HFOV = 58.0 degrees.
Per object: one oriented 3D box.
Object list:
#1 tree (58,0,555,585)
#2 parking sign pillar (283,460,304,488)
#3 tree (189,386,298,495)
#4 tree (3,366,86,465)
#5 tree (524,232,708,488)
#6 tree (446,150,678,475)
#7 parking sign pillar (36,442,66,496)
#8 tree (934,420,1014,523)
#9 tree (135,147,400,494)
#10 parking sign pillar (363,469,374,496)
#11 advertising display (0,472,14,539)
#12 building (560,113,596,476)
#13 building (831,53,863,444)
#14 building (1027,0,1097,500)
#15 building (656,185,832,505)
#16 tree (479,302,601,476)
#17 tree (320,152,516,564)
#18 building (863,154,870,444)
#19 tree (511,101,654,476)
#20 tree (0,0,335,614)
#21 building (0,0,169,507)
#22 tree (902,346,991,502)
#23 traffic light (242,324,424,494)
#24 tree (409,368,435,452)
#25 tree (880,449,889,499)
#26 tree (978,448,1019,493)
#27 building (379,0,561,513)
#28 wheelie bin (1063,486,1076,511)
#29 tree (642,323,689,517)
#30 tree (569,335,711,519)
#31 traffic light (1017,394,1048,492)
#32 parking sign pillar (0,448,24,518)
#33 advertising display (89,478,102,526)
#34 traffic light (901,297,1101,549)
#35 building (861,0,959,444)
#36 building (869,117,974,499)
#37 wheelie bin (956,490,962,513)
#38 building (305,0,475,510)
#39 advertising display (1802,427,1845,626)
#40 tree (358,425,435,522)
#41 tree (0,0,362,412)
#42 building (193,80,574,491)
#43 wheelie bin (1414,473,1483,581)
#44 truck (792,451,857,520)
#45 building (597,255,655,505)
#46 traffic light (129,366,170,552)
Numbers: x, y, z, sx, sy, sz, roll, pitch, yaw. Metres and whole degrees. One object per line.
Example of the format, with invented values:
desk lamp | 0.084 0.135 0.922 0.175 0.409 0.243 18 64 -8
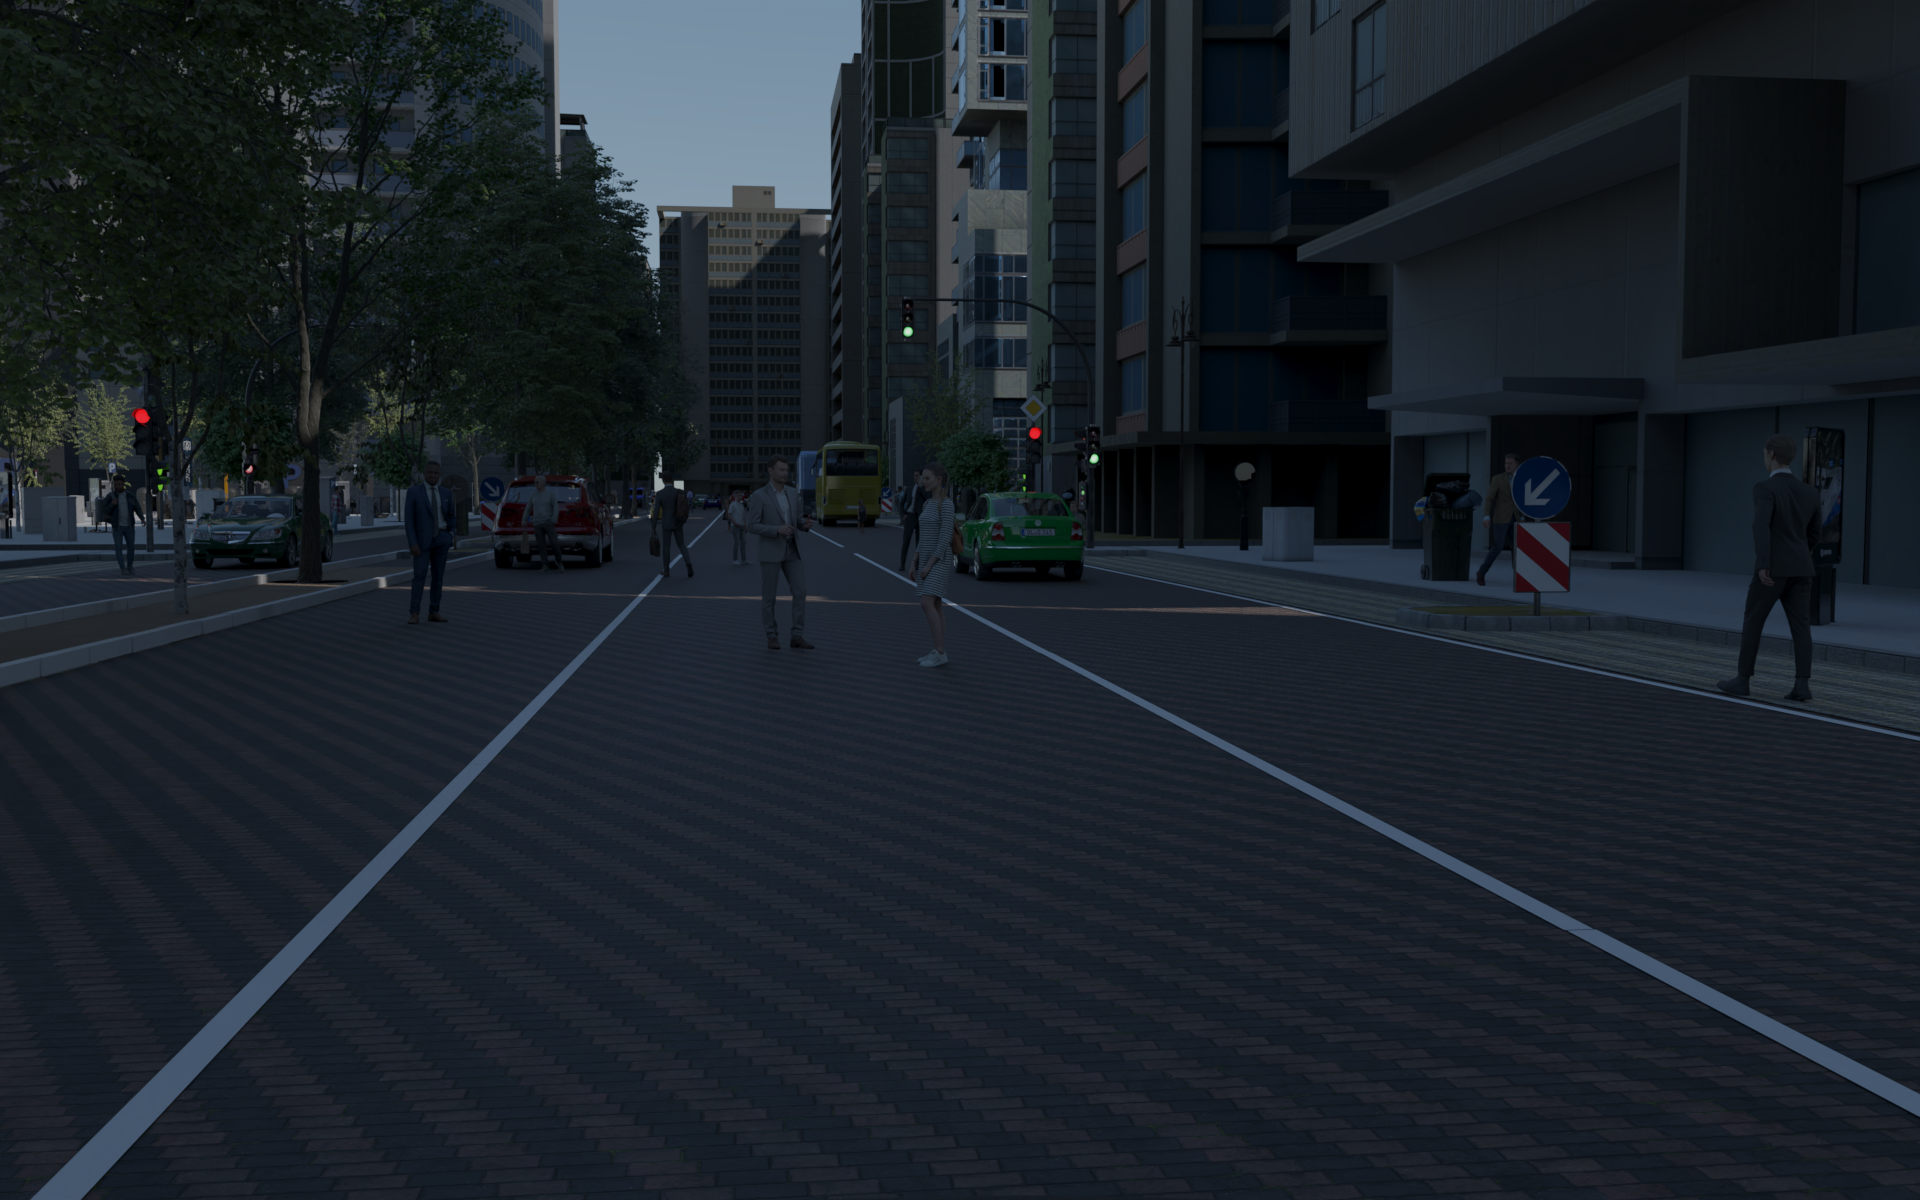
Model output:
tree | -10.309 -6.064 27.359 9.928 11.665 9.643 0 3 0
parking sign pillar | -43.356 -7.590 112.566 1.447 3.967 1.447 -1 4 -15
tree | -21.790 -4.237 52.981 4.285 4.588 4.351 0 3 0
tree | -52.268 -9.085 98.906 4.360 8.622 3.978 0 3 0
tree | -16.378 -10.063 77.359 12.009 13.543 11.850 0 3 0
tree | -15.038 -9.536 65.019 9.857 13.997 8.962 0 3 0
parking sign pillar | -46.990 -6.183 89.558 1.447 3.967 1.447 -1 4 -20
tree | 0.448 -5.952 81.026 4.285 4.588 4.351 0 3 0
tree | -23.843 -9.390 60.185 9.857 13.997 8.962 0 3 0
parking sign pillar | -39.343 -7.743 115.067 1.447 3.967 1.447 -2 4 -30
advertising display | -27.494 -2.727 49.806 0.974 1.923 0.123 3 5 40
building | -46.624 -30.835 187.745 14.086 41.232 14.154 0 4 -7
building | -2.822 -34.567 188.879 21.300 48.544 21.600 0 4 -7
building | 9.928 -24.163 78.667 14.154 41.232 14.086 0 4 -7
building | -26.252 -32.362 220.995 23.993 40.220 32.217 0 4 -7
tree | -14.038 -6.425 57.867 4.737 8.622 4.395 0 3 0
tree | -11.186 -5.048 35.360 4.360 8.622 3.978 0 3 0
building | -1.502 -23.193 150.899 14.160 30.474 14.107 0 4 -7
tree | -12.740 -7.899 49.731 7.486 12.596 7.792 0 3 0
tree | -9.191 -4.116 20.114 4.737 8.622 4.395 0 3 0
building | -91.870 -45.245 178.007 20.611 71.187 20.563 0 4 -7
tree | -0.668 -8.276 85.673 4.737 8.622 4.395 0 3 0
traffic light | -16.790 -4.382 46.321 4.771 5.953 1.251 0 4 -7
tree | -31.437 -8.930 96.375 4.737 8.622 4.395 0 3 0
tree | -5.618 -8.768 127.077 4.285 4.588 4.351 0 3 0
tree | 1.551 -4.805 73.166 1.663 3.219 1.824 0 3 0
building | -42.611 -36.087 132.024 21.231 58.520 28.212 0 4 -7
wheelie bin | 4.508 -3.827 70.484 0.693 1.594 0.980 0 4 1
tree | -18.032 -9.819 88.748 9.928 11.665 9.643 0 3 0
tree | -19.060 -10.951 98.515 9.611 12.733 9.660 0 3 0
traffic light | 2.039 -3.655 48.678 0.839 4.253 0.868 0 4 -7
parking sign pillar | -51.275 -6.418 93.414 1.447 3.967 1.447 -3 5 -39
advertising display | -35.101 -3.984 70.354 0.974 1.923 0.123 3 5 42
traffic light | 0.978 -4.017 40.353 4.771 5.953 1.251 0 4 -7
building | -0.807 -44.585 167.208 20.563 71.187 20.611 0 4 -7
building | 0.665 -22.323 136.682 14.160 30.474 14.107 0 4 -7
wheelie bin | 0.239 -5.099 91.278 0.693 1.594 0.980 2 4 30
building | -67.639 -39.104 181.352 28.212 58.520 21.231 0 4 -7
advertising display | 8.434 -0.718 16.947 0.123 1.923 0.974 3 5 42
tree | -25.716 -5.863 79.576 4.285 4.588 4.351 0 3 0
tree | -8.137 -5.706 13.878 7.486 12.596 7.792 0 3 0
building | -51.775 -28.490 157.687 32.217 40.220 23.993 0 4 -7
wheelie bin | 7.262 -1.087 25.682 0.980 1.594 0.693 0 4 0
truck | -8.019 -6.917 102.846 2.967 4.110 18.799 -1 4 -9
building | -44.382 -26.785 209.628 14.107 30.474 14.160 0 4 -7
traffic light | -17.851 -3.008 38.103 0.839 4.253 0.868 0 4 -7
